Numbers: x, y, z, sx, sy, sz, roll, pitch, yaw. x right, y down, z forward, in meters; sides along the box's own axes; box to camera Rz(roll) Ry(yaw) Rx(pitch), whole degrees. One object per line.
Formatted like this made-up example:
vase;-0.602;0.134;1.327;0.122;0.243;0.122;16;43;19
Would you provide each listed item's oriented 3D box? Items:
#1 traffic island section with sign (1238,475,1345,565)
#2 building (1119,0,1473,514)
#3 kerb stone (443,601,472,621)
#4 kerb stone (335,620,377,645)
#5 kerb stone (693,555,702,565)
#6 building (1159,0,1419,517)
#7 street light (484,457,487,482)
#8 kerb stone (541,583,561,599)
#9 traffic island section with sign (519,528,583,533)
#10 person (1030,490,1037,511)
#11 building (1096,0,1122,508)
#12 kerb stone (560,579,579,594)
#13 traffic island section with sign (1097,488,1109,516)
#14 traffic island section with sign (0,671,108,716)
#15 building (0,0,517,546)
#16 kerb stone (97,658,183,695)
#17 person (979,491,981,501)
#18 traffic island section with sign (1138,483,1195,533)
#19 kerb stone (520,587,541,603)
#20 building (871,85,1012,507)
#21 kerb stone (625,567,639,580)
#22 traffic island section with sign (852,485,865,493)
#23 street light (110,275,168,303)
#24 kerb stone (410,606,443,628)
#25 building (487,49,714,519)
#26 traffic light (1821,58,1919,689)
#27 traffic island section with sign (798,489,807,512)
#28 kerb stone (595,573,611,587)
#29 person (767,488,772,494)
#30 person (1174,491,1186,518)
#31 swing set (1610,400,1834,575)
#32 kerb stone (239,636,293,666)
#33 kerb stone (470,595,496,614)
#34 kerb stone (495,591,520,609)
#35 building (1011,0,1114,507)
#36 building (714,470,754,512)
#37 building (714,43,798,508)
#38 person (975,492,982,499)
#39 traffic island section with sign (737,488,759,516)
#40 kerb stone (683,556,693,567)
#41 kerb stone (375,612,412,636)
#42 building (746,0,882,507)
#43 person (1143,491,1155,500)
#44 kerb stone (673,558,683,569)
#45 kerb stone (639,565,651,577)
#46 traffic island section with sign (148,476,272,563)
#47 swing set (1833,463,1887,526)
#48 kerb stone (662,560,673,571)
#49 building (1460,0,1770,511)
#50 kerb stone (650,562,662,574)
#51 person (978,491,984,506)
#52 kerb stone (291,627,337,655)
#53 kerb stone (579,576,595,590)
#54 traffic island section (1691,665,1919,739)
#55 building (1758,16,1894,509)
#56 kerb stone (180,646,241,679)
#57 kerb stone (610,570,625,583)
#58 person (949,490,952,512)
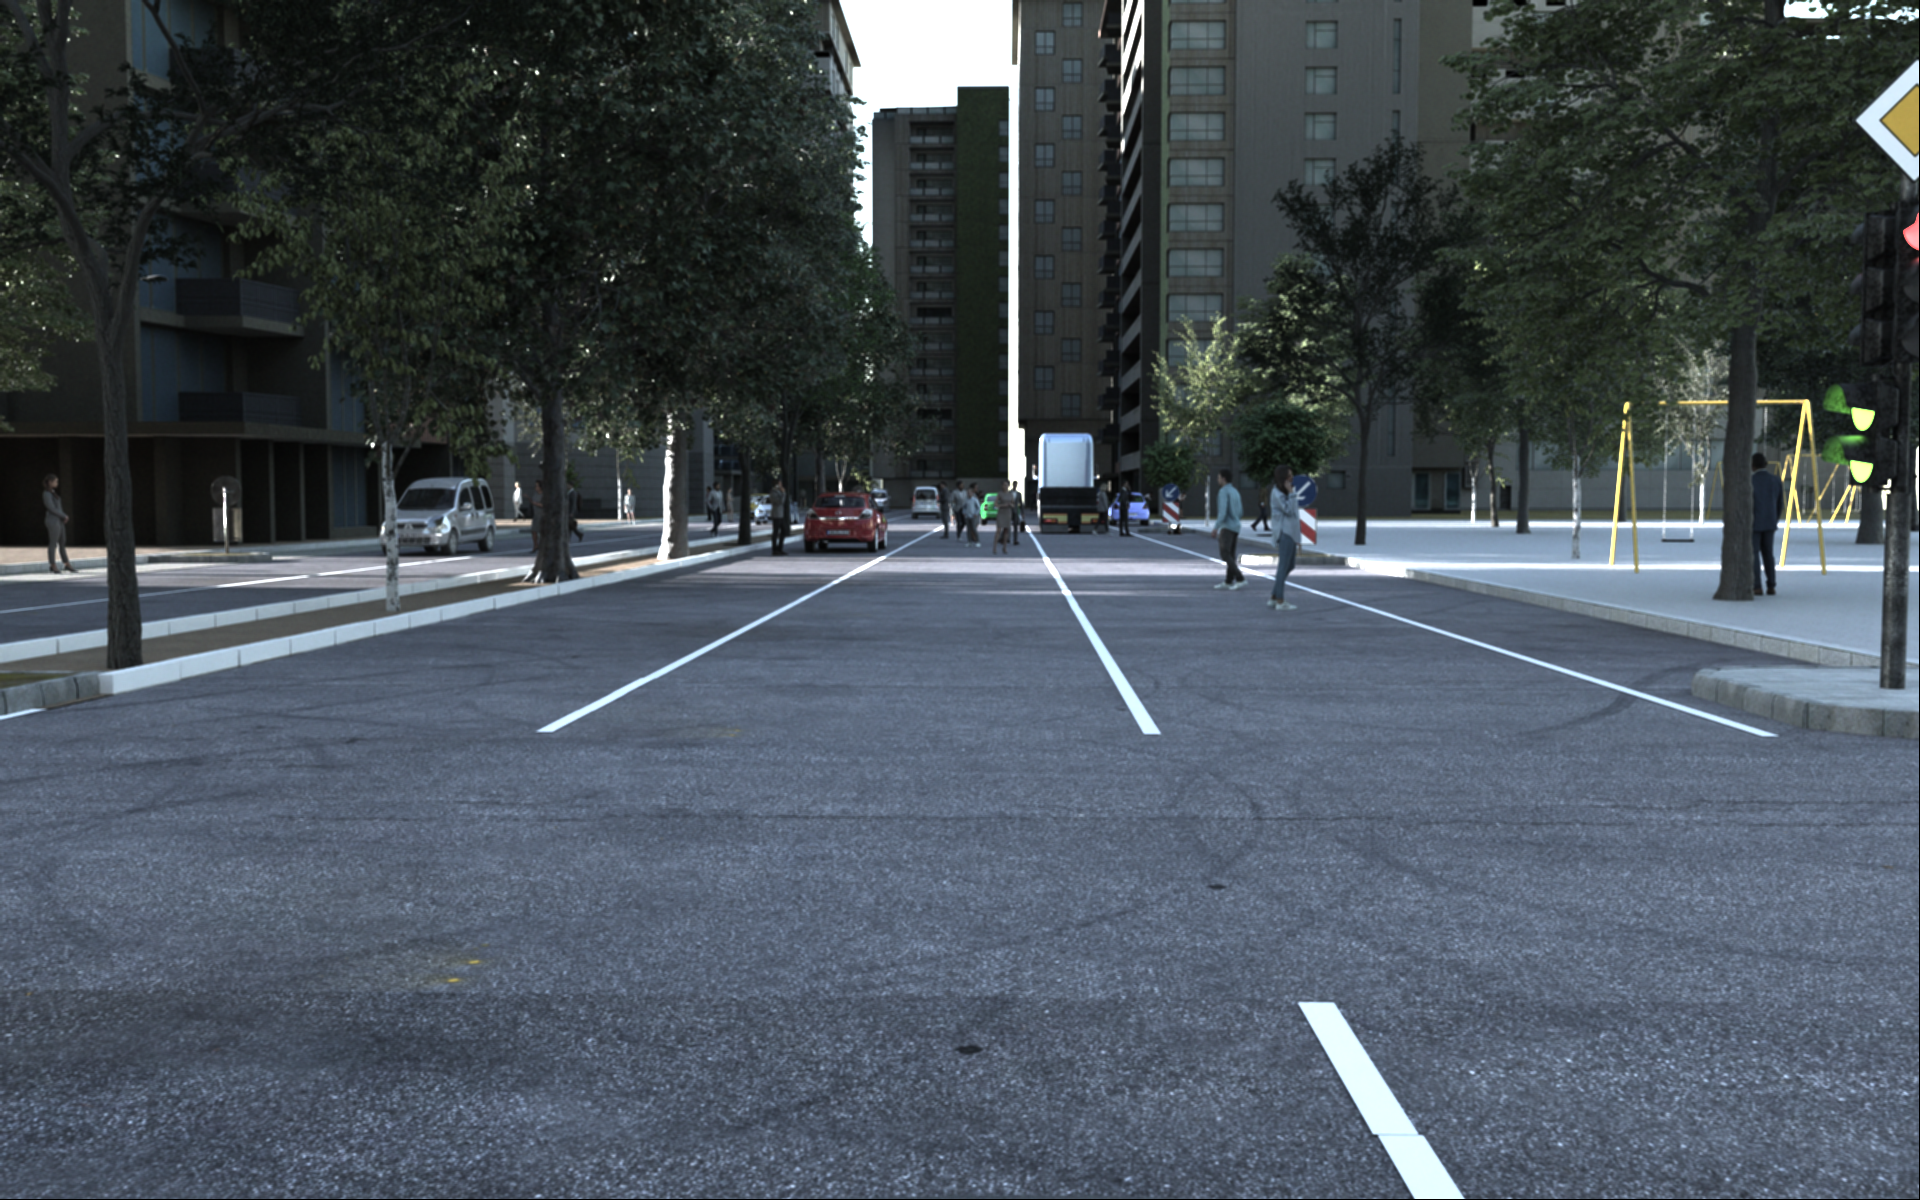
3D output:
traffic island section with sign;6.856;-1.677;36.045;1.989;1.847;2.006;0;4;2
building;22.716;-30.477;121.993;21.300;48.544;21.600;0;4;2
kerb stone;-5.884;0.135;20.006;0.120;0.150;1.000;0;4;2
kerb stone;-5.971;0.322;16.935;0.120;0.150;1.000;0;4;2
kerb stone;-5.469;-0.806;35.374;0.120;0.150;1.000;0;4;2
building;18.936;-25.704;103.851;14.154;41.232;14.086;0;4;2
street light;-16.781;-5.539;63.109;1.470;5.913;1.316;0;4;2
kerb stone;-5.781;-0.110;24.109;0.120;0.150;1.000;0;4;2
traffic island section with sign;-15.015;-3.379;63.878;1.989;1.847;2.006;0;4;2
person;6.208;-8.394;146.191;0.683;1.767;0.568;-3;4;-35
building;23.032;-30.133;147.295;22.147;44.769;28.867;0;4;2
kerb stone;-5.745;-0.180;25.132;0.120;0.150;1.000;0;4;2
traffic island section with sign;8.936;-6.395;113.189;1.989;1.847;2.006;0;4;2
traffic island section with sign;-7.149;-0.204;11.473;2.006;1.907;1.989;0;4;2
building;-27.308;-24.467;54.652;22.147;44.769;28.867;0;4;2
kerb stone;-6.076;0.574;12.832;0.120;0.150;1.000;0;4;2
person;1.794;-9.307;161.392;0.721;1.735;1.217;1;4;20
traffic island section with sign;7.603;-3.385;63.964;1.989;1.847;2.006;0;4;2
kerb stone;-5.806;-0.048;23.072;0.120;0.150;1.000;0;4;2
building;-1.819;-30.194;177.269;14.086;41.232;14.154;0;4;2
kerb stone;-5.633;-0.428;29.227;0.120;0.150;1.000;0;4;2
traffic island section with sign;-5.140;-4.798;86.585;2.006;1.907;1.989;0;4;2
street light;-17.515;-3.938;36.933;1.470;5.913;1.316;0;4;2
kerb stone;-5.912;0.197;18.978;0.120;0.150;1.000;0;4;2
building;-27.313;-34.161;100.535;21.231;58.520;28.212;0;4;2
traffic light;6.150;-1.371;11.342;0.839;4.253;0.868;0;4;2
traffic island section with sign;-12.922;-8.162;142.081;1.989;1.847;2.006;0;4;2
kerb stone;-5.694;-0.299;27.184;0.120;0.150;1.000;0;4;2
person;-15.581;-8.280;141.872;0.683;1.767;0.568;0;4;1
person;11.622;-5.013;91.200;0.799;1.438;0.628;2;4;30
swing set;12.603;-1.934;29.235;3.119;2.851;2.862;1;4;13
kerb stone;-6.024;0.447;14.884;0.120;0.150;1.000;0;4;2
kerb stone;-5.866;0.076;21.028;0.120;0.150;1.000;0;4;2
kerb stone;-5.830;0.009;22.049;0.120;0.150;1.000;0;4;2
building;19.134;-36.296;182.677;27.495;52.752;28.713;0;4;2
building;-32.214;-26.678;128.058;32.217;40.220;23.993;0;4;2
building;-31.171;-51.292;151.288;31.000;86.520;22.319;0;4;2
person;1.308;-8.291;144.087;1.348;1.821;0.705;2;4;28
traffic island section with sign;-13.665;-6.486;114.667;1.989;1.847;2.006;0;4;2
kerb stone;-5.496;-0.742;34.352;0.120;0.150;1.000;0;4;2
kerb stone;-5.942;0.265;17.957;0.120;0.150;1.000;0;4;2
building;-23.097;-36.394;184.284;27.495;52.752;28.713;0;4;2
person;11.170;-5.758;103.367;0.799;1.438;0.628;-3;5;-39
kerb stone;-5.538;-0.678;33.328;0.120;0.150;1.000;0;4;2
kerb stone;-5.606;-0.487;30.252;0.120;0.150;1.000;0;4;2
traffic island section with sign;-15.750;-1.714;36.660;1.989;1.847;2.006;0;4;2
swing set;34.362;-4.339;68.555;3.119;2.851;2.862;0;4;5
kerb stone;-5.558;-0.617;32.297;0.120;0.150;1.000;0;4;2
building;49.952;-34.080;146.449;27.495;52.752;28.713;0;4;2
kerb stone;-5.583;-0.555;31.275;0.120;0.150;1.000;0;4;2
person;1.824;-8.847;153.949;0.742;1.727;0.445;3;4;37
kerb stone;-5.997;0.388;15.908;0.120;0.150;1.000;0;4;2
kerb stone;-5.724;-0.241;26.154;0.120;0.150;1.000;0;4;2
traffic island section;6.189;0.662;11.455;2.009;0.180;2.903;0;4;2
building;71.521;-28.674;152.420;14.086;41.232;14.154;0;4;2
kerb stone;-6.056;0.510;13.856;0.120;0.150;1.000;0;4;2
kerb stone;-5.663;-0.368;28.206;0.120;0.150;1.000;0;4;2
person;-0.799;-7.984;139.714;0.551;1.740;0.621;-1;4;-8
